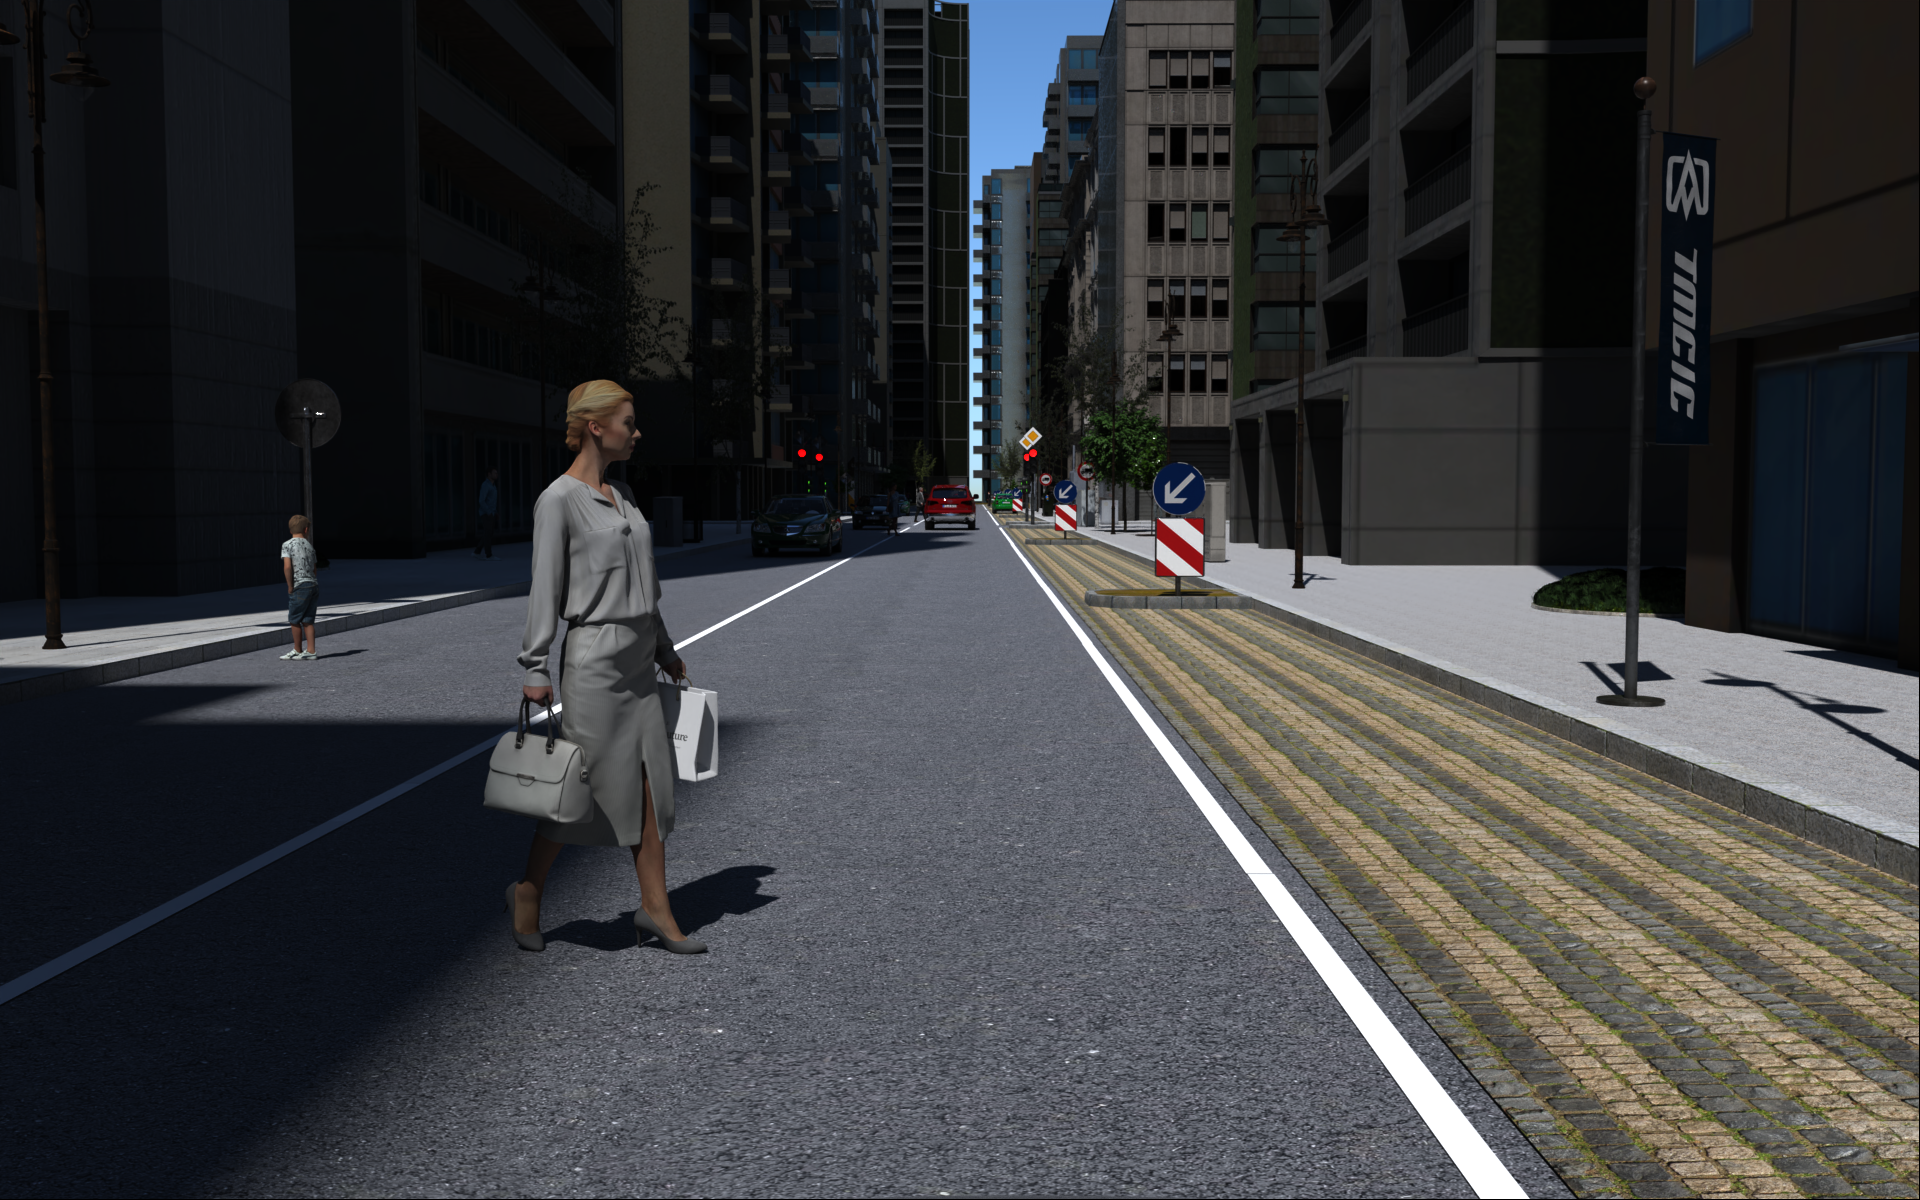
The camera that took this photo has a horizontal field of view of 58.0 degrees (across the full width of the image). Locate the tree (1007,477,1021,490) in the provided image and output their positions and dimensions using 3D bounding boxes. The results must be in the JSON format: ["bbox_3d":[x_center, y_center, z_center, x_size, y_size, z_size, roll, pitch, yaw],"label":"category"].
[{"bbox_3d":[6.105,-12.290,195.546,1.663,3.219,1.824,0,3,0],"label":"tree"}]

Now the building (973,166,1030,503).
[{"bbox_3d":[17.154,-38.661,251.719,30.456,49.044,23.786,0,4,0],"label":"building"}]

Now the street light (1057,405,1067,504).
[{"bbox_3d":[5.289,-7.177,90.139,0.468,5.910,1.993,0,4,0],"label":"street light"}]

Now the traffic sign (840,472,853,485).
[{"bbox_3d":[-6.688,-6.225,101.509,0.795,2.593,0.064,0,4,8],"label":"traffic sign"}]

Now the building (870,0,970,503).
[{"bbox_3d":[-8.959,-49.651,250.039,20.611,71.187,20.563,0,4,0],"label":"building"}]

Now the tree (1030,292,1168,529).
[{"bbox_3d":[5.297,-6.936,63.758,4.360,8.622,3.978,0,3,0],"label":"tree"}]

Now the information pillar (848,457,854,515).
[{"bbox_3d":[-6.778,-7.133,107.973,0.183,3.616,0.504,3,5,45],"label":"information pillar"}]

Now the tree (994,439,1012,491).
[{"bbox_3d":[6.415,-16.415,218.747,4.360,8.622,3.978,0,3,0],"label":"tree"}]

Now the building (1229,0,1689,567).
[{"bbox_3d":[17.253,-36.399,33.371,20.563,71.187,20.611,0,4,0],"label":"building"}]

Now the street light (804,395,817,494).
[{"bbox_3d":[-6.944,-6.603,80.739,0.468,5.910,1.993,0,4,0],"label":"street light"}]

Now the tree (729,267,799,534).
[{"bbox_3d":[-7.373,-6.437,55.605,4.360,8.622,3.978,0,3,0],"label":"tree"}]

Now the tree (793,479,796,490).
[{"bbox_3d":[-11.368,-7.193,112.213,1.663,3.219,1.824,0,3,0],"label":"tree"}]

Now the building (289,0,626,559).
[{"bbox_3d":[-21.322,-25.654,43.140,21.300,48.544,21.600,0,4,0],"label":"building"}]

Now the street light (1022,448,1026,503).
[{"bbox_3d":[5.784,-11.143,154.979,0.468,5.910,1.993,0,4,0],"label":"street light"}]

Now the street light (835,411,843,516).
[{"bbox_3d":[-6.763,-7.578,96.685,0.468,5.910,1.993,0,4,0],"label":"street light"}]

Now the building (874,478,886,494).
[{"bbox_3d":[-24.409,-30.374,188.499,32.217,40.220,23.993,0,4,0],"label":"building"}]

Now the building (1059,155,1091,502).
[{"bbox_3d":[14.672,-20.811,127.647,14.401,28.519,23.554,0,4,0],"label":"building"}]

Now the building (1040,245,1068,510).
[{"bbox_3d":[13.328,-19.437,147.474,12.332,23.373,15.834,0,4,0],"label":"building"}]

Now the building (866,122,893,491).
[{"bbox_3d":[-19.519,-36.363,218.239,21.600,48.544,21.300,0,4,0],"label":"building"}]

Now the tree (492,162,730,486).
[{"bbox_3d":[-7.983,-5.383,38.372,4.360,8.622,3.978,0,3,0],"label":"tree"}]

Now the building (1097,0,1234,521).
[{"bbox_3d":[17.341,-16.483,87.526,19.932,24.808,12.078,0,4,0],"label":"building"}]

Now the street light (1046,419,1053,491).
[{"bbox_3d":[5.486,-8.165,106.287,0.468,5.910,1.993,0,4,0],"label":"street light"}]

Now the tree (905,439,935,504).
[{"bbox_3d":[-5.462,-16.944,227.400,4.737,8.622,4.395,0,3,0],"label":"tree"}]

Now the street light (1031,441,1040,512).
[{"bbox_3d":[5.487,-9.145,122.301,0.468,5.910,1.993,0,4,0],"label":"street light"}]

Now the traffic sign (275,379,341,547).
[{"bbox_3d":[-7.201,-1.163,19.127,0.768,2.556,0.104,0,4,7],"label":"traffic sign"}]

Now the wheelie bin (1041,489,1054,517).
[{"bbox_3d":[5.037,-5.576,99.072,0.693,1.594,0.980,-1,4,-11],"label":"wheelie bin"}]

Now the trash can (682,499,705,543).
[{"bbox_3d":[-7.061,-2.071,45.513,0.748,1.137,0.748,0,3,0],"label":"trash can"}]

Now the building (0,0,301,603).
[{"bbox_3d":[-20.352,-28.623,9.981,21.231,58.520,28.212,0,4,0],"label":"building"}]

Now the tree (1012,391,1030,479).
[{"bbox_3d":[5.553,-9.950,113.043,4.360,8.622,3.978,0,3,0],"label":"tree"}]

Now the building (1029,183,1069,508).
[{"bbox_3d":[14.113,-23.951,163.295,14.160,30.474,14.107,0,4,0],"label":"building"}]

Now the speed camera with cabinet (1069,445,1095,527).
[{"bbox_3d":[4.902,-4.589,69.361,0.660,3.252,2.038,-1,4,-10],"label":"speed camera with cabinet"}]

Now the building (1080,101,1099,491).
[{"bbox_3d":[14.752,-19.568,105.845,13.634,28.700,20.117,0,4,0],"label":"building"}]

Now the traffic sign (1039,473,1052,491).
[{"bbox_3d":[5.190,-6.401,104.765,0.768,2.556,0.104,0,4,7],"label":"traffic sign"}]

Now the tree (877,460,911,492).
[{"bbox_3d":[-6.417,-11.268,167.940,4.285,4.588,4.351,0,3,0],"label":"tree"}]

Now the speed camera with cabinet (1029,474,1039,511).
[{"bbox_3d":[5.544,-8.329,130.514,0.660,3.252,2.038,1,4,10],"label":"speed camera with cabinet"}]

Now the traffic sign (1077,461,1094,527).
[{"bbox_3d":[4.916,-4.096,67.081,0.768,2.556,0.104,0,4,6],"label":"traffic sign"}]

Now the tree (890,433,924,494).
[{"bbox_3d":[-6.430,-15.582,205.123,4.360,8.622,3.978,0,3,0],"label":"tree"}]

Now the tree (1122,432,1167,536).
[{"bbox_3d":[5.969,-3.567,52.921,1.663,3.219,1.824,0,3,0],"label":"tree"}]

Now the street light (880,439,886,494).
[{"bbox_3d":[-6.395,-10.524,144.858,0.468,5.910,1.993,0,4,0],"label":"street light"}]

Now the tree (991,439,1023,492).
[{"bbox_3d":[6.528,-17.278,232.852,4.737,8.622,4.395,0,3,0],"label":"tree"}]

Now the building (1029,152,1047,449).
[{"bbox_3d":[16.051,-34.948,221.510,14.600,45.320,14.200,0,4,0],"label":"building"}]

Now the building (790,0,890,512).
[{"bbox_3d":[-17.701,-31.381,132.692,23.786,49.044,30.456,0,4,0],"label":"building"}]

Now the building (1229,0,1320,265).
[{"bbox_3d":[16.669,-17.789,62.548,14.160,30.474,14.107,0,4,0],"label":"building"}]

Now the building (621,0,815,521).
[{"bbox_3d":[-19.800,-26.949,95.248,22.147,44.769,28.867,0,4,0],"label":"building"}]

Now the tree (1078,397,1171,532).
[{"bbox_3d":[5.624,-4.594,58.830,4.285,4.588,4.351,0,3,0],"label":"tree"}]

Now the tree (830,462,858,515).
[{"bbox_3d":[-7.482,-7.059,110.022,1.663,3.219,1.824,0,3,0],"label":"tree"}]

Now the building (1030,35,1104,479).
[{"bbox_3d":[20.194,-34.575,184.917,23.786,49.044,30.456,0,4,0],"label":"building"}]

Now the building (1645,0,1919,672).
[{"bbox_3d":[13.589,-21.940,8.833,14.600,45.320,14.200,0,4,0],"label":"building"}]

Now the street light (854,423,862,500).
[{"bbox_3d":[-6.602,-8.564,112.803,0.468,5.910,1.993,0,4,0],"label":"street light"}]

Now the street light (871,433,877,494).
[{"bbox_3d":[-6.415,-9.557,129.036,0.468,5.910,1.993,0,4,0],"label":"street light"}]
